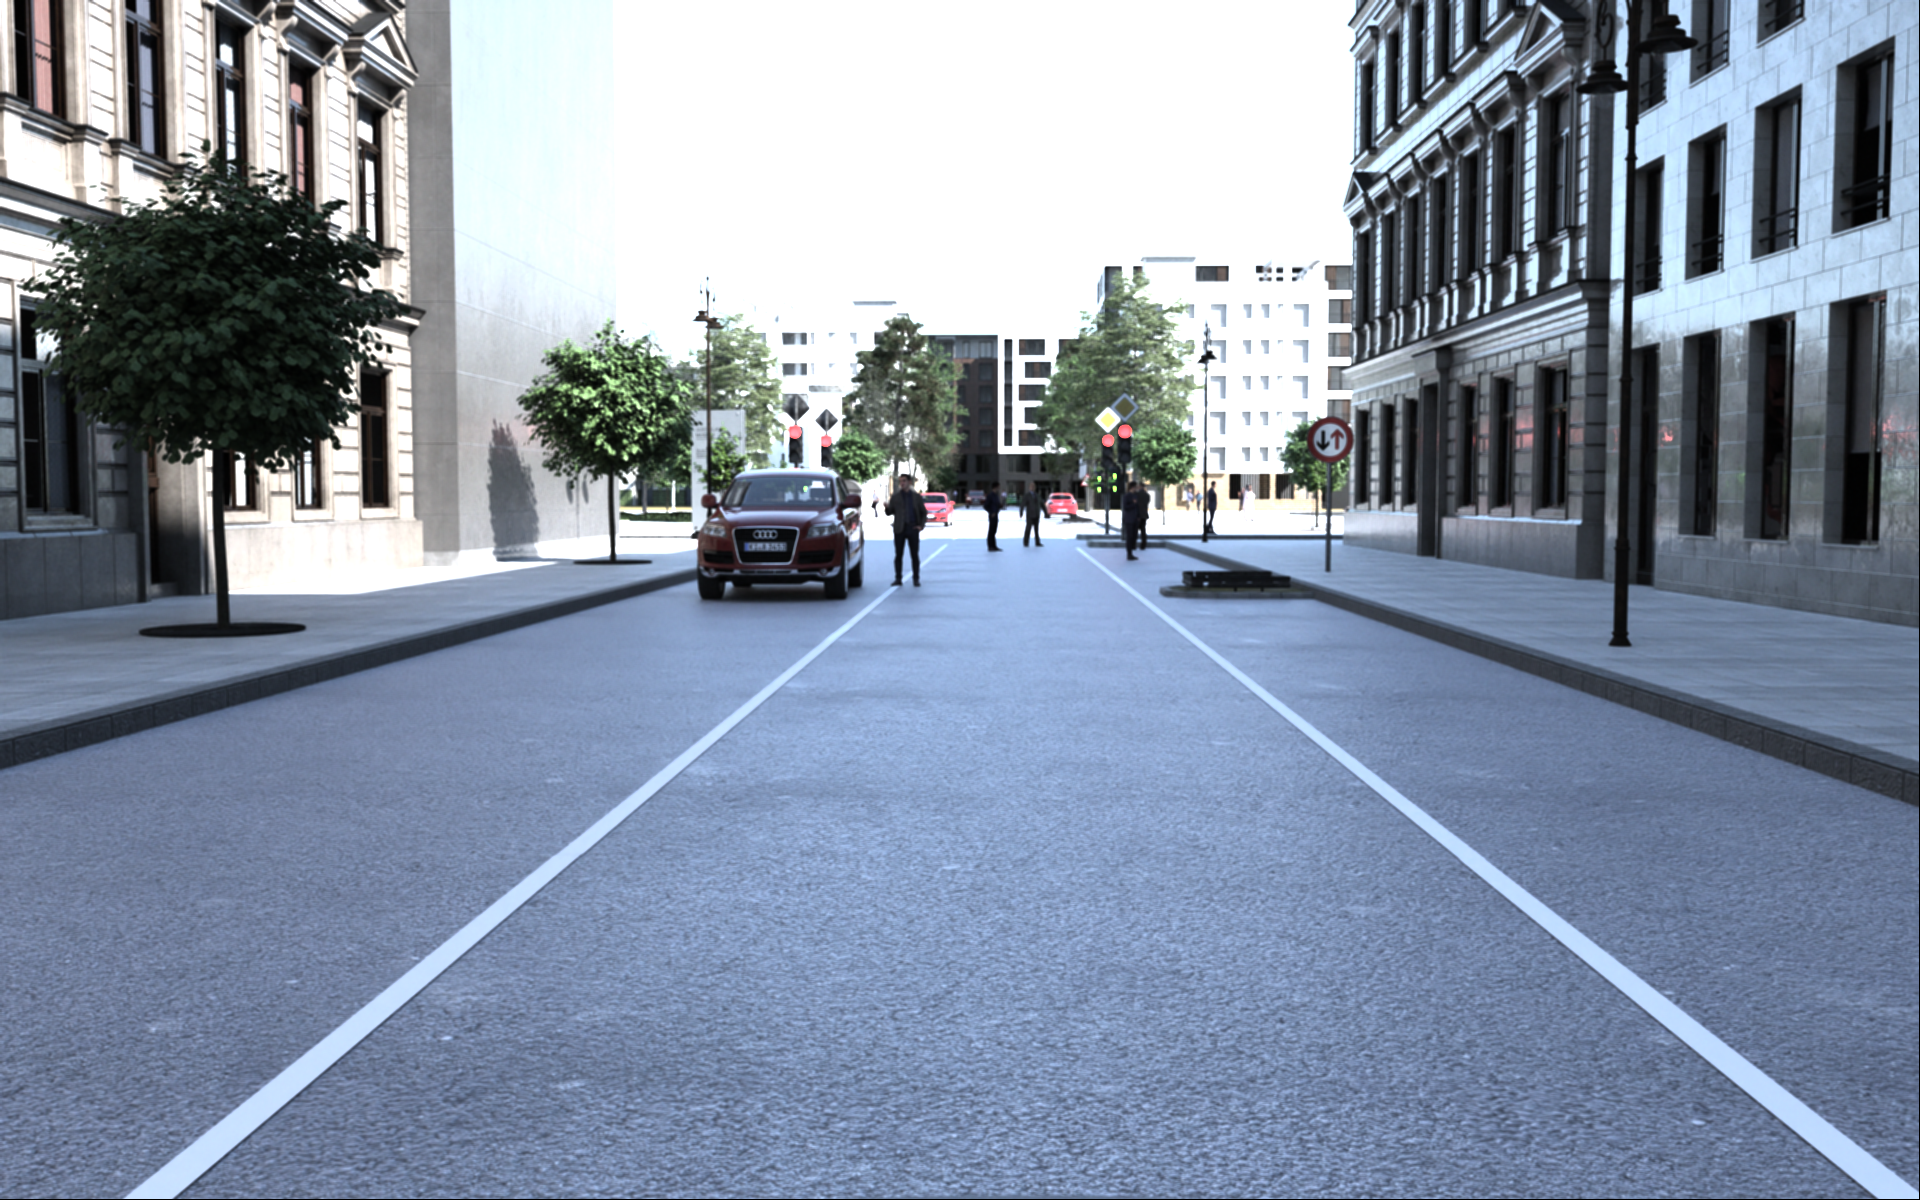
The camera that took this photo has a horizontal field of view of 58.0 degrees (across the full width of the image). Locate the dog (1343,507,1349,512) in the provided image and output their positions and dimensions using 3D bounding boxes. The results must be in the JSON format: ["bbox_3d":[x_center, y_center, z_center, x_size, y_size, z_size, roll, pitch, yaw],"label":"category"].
[{"bbox_3d":[14.238,-2.946,62.548,0.513,0.831,0.800,-1,4,-14],"label":"dog"}]

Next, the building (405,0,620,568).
[{"bbox_3d":[-23.423,-13.323,36.894,30.058,24.678,14.314,0,4,2],"label":"building"}]

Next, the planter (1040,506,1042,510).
[{"bbox_3d":[7.586,-8.364,157.898,1.991,0.319,1.994,0,4,2],"label":"planter"}]

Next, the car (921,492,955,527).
[{"bbox_3d":[-1.269,-4.127,76.518,2.155,1.783,4.494,0,4,3],"label":"car"}]

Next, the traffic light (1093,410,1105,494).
[{"bbox_3d":[4.695,-4.045,55.373,0.839,4.213,0.868,0,4,2],"label":"traffic light"}]

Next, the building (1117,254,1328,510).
[{"bbox_3d":[21.099,-17.491,142.396,16.016,20.091,11.380,0,4,2],"label":"building"}]

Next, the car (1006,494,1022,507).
[{"bbox_3d":[6.250,-11.720,200.418,1.959,1.807,4.718,0,4,0],"label":"car"}]

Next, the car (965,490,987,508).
[{"bbox_3d":[1.625,-10.144,174.522,2.281,1.827,5.304,0,4,1],"label":"car"}]

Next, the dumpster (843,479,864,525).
[{"bbox_3d":[-4.469,-3.827,68.332,1.264,1.857,1.865,0,4,1],"label":"dumpster"}]

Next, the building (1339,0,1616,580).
[{"bbox_3d":[14.196,-10.379,34.324,10.561,19.102,19.286,0,4,2],"label":"building"}]

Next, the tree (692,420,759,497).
[{"bbox_3d":[-6.265,-3.089,45.111,1.663,3.219,1.824,0,3,0],"label":"tree"}]

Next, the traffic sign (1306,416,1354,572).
[{"bbox_3d":[6.083,-1.739,28.547,0.768,2.556,0.104,0,4,4],"label":"traffic sign"}]

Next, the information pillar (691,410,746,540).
[{"bbox_3d":[-6.770,-3.499,48.526,1.656,3.620,0.184,1,4,21],"label":"information pillar"}]

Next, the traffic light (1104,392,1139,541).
[{"bbox_3d":[4.472,-3.556,47.391,0.839,4.213,0.868,0,4,2],"label":"traffic light"}]

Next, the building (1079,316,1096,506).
[{"bbox_3d":[20.968,-20.180,186.360,16.016,20.091,11.380,0,4,2],"label":"building"}]

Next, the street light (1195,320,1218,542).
[{"bbox_3d":[6.549,-4.487,46.143,0.468,5.910,1.993,0,4,2],"label":"street light"}]

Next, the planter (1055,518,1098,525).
[{"bbox_3d":[5.441,-3.668,81.110,1.991,0.319,1.994,0,4,2],"label":"planter"}]

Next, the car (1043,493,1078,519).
[{"bbox_3d":[5.857,-5.643,101.299,2.155,1.783,4.494,0,3,0],"label":"car"}]

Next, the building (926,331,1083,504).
[{"bbox_3d":[3.044,-23.703,231.513,32.646,21.610,27.936,0,4,2],"label":"building"}]

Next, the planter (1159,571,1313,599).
[{"bbox_3d":[3.869,-0.215,24.660,1.991,0.319,1.994,0,4,2],"label":"planter"}]

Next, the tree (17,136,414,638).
[{"bbox_3d":[-6.816,-1.981,16.099,4.285,4.588,4.351,0,3,0],"label":"tree"}]

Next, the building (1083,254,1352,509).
[{"bbox_3d":[26.712,-19.584,164.174,27.936,21.610,32.646,0,4,2],"label":"building"}]

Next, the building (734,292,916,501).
[{"bbox_3d":[-12.795,-18.946,166.189,16.016,20.091,11.380,0,4,2],"label":"building"}]

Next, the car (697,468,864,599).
[{"bbox_3d":[-2.533,-1.018,25.321,2.281,1.827,5.304,0,4,1],"label":"car"}]

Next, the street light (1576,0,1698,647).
[{"bbox_3d":[5.582,-2.549,14.469,0.468,5.910,1.993,0,4,2],"label":"street light"}]

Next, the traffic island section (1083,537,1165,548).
[{"bbox_3d":[4.512,-1.543,47.503,2.009,0.180,2.903,0,4,2],"label":"traffic island section"}]

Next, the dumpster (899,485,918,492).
[{"bbox_3d":[-3.343,-6.305,108.850,1.264,1.857,1.865,0,4,2],"label":"dumpster"}]

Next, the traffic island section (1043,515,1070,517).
[{"bbox_3d":[6.198,-5.210,108.050,1.991,0.108,1.994,0,4,2],"label":"traffic island section"}]

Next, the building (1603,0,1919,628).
[{"bbox_3d":[14.385,-9.877,16.236,10.420,20.320,16.860,0,4,2],"label":"building"}]

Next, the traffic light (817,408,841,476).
[{"bbox_3d":[-4.264,-4.059,55.606,0.839,4.213,0.868,0,4,2],"label":"traffic light"}]

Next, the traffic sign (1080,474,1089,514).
[{"bbox_3d":[8.109,-6.747,110.320,0.884,2.594,0.081,1,4,11],"label":"traffic sign"}]

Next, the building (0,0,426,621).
[{"bbox_3d":[-14.326,-9.550,20.773,10.561,19.102,19.286,0,4,2],"label":"building"}]

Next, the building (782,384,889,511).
[{"bbox_3d":[-10.443,-12.493,146.405,9.099,9.664,28.070,0,4,2],"label":"building"}]

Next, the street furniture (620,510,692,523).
[{"bbox_3d":[-13.127,-3.961,80.390,5.734,0.657,10.072,-3,5,-41],"label":"street furniture"}]

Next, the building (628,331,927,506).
[{"bbox_3d":[-19.855,-20.193,196.616,31.486,18.905,16.747,0,4,2],"label":"building"}]

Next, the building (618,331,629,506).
[{"bbox_3d":[-51.337,-20.227,197.162,31.486,18.905,16.747,0,4,2],"label":"building"}]

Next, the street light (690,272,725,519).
[{"bbox_3d":[-5.247,-3.877,36.180,0.468,5.910,1.993,0,4,2],"label":"street light"}]

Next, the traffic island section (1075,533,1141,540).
[{"bbox_3d":[4.734,-2.031,55.485,2.009,0.180,2.903,0,4,2],"label":"traffic island section"}]

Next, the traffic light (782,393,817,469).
[{"bbox_3d":[-4.486,-3.571,47.624,0.839,4.213,0.868,0,4,2],"label":"traffic light"}]

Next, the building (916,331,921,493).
[{"bbox_3d":[-11.934,-19.640,177.529,16.016,20.091,11.380,0,4,2],"label":"building"}]
